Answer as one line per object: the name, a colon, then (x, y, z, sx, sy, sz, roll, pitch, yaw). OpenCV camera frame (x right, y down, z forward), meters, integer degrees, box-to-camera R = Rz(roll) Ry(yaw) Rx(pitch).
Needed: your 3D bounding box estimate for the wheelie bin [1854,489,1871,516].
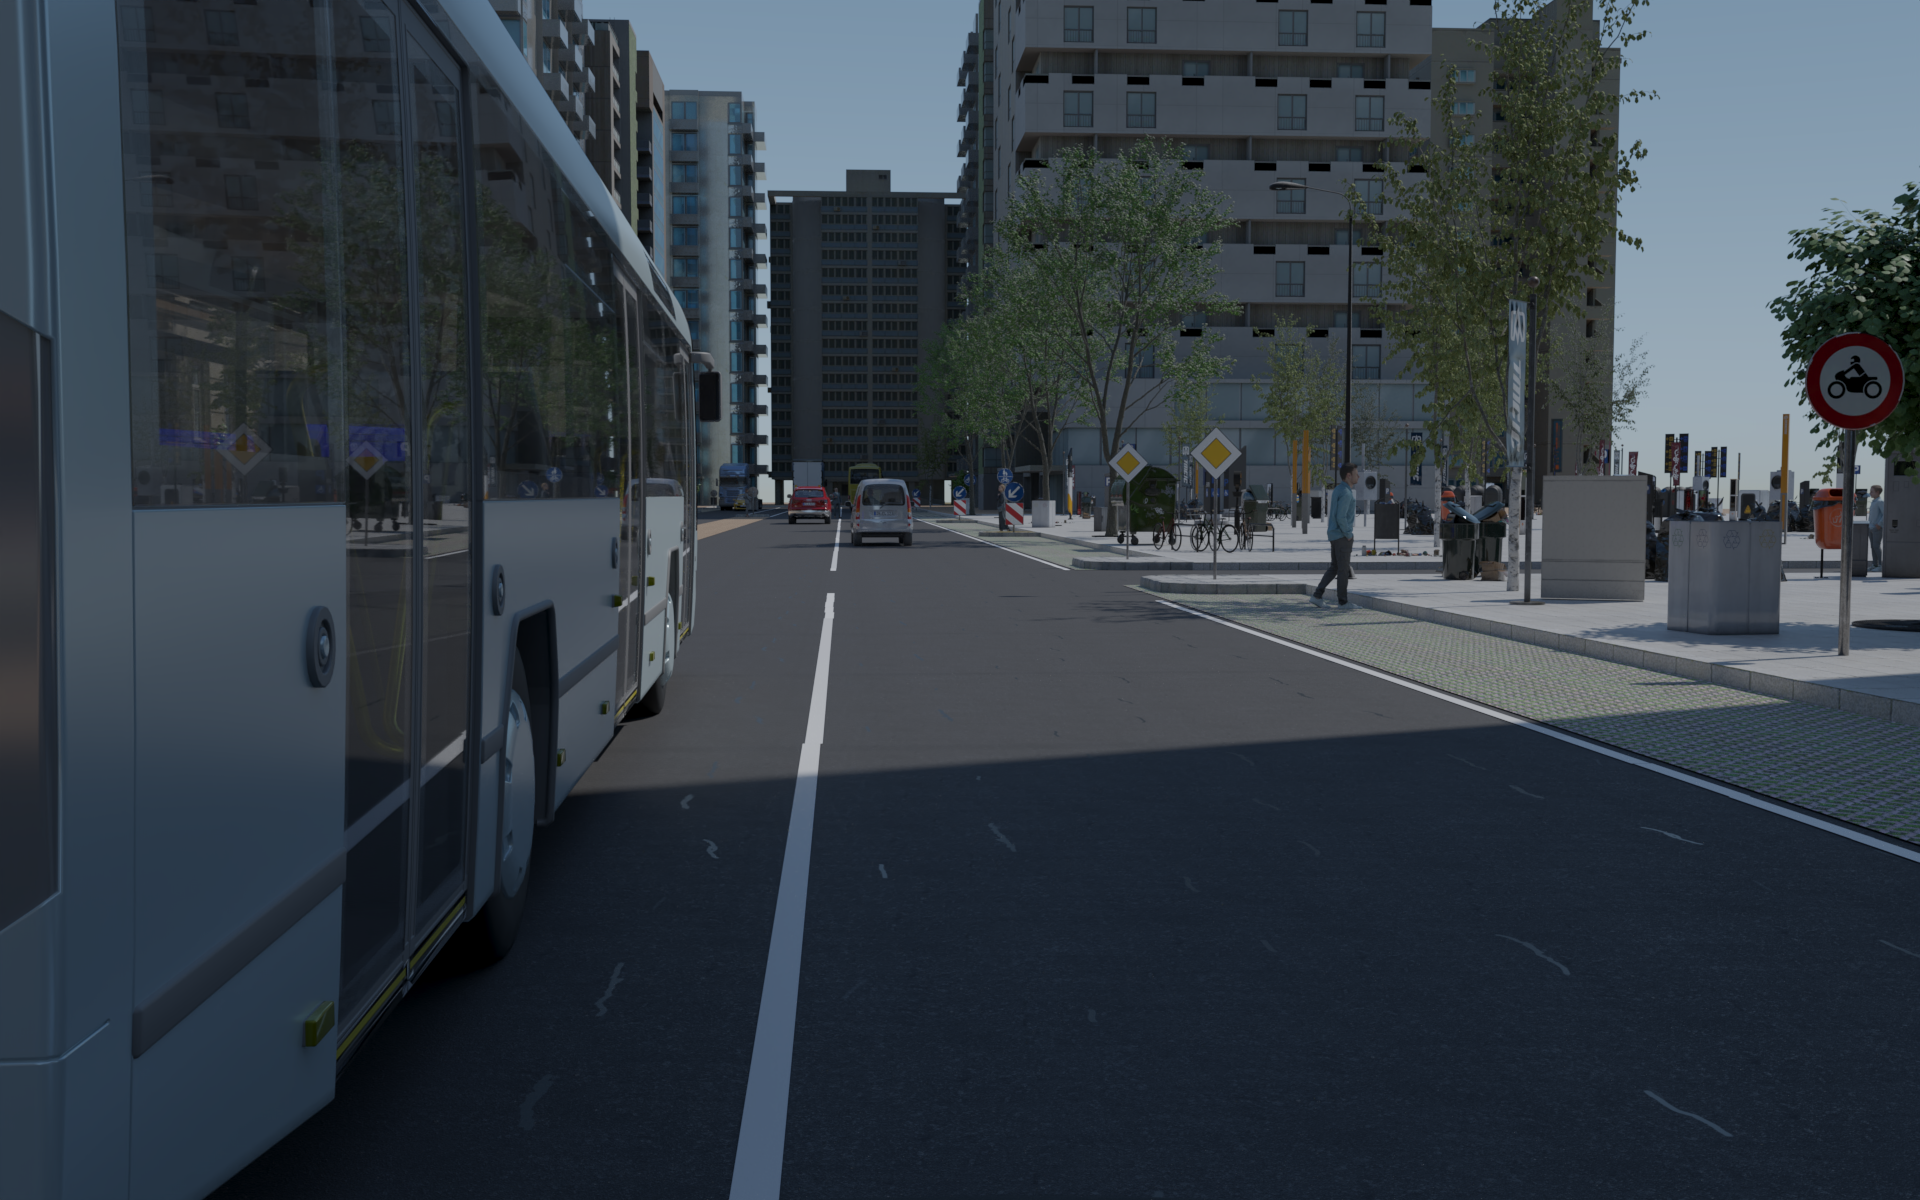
wheelie bin: (52.235, -5.654, 100.344, 0.980, 1.594, 0.693, 1, 4, 21)

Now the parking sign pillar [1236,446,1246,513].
parking sign pillar: (15.237, -6.575, 95.980, 1.447, 3.967, 1.447, -2, 4, -33)

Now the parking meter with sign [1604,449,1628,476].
parking meter with sign: (25.908, -4.364, 67.605, 1.738, 3.016, 0.543, -1, 4, -10)

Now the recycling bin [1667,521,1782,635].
recycling bin: (7.099, -0.217, 16.100, 0.722, 1.027, 0.722, -1, 4, -12)

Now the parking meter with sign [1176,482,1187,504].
parking meter with sign: (11.719, -6.088, 95.792, 1.738, 3.016, 0.543, 1, 4, 16)

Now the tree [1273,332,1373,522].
tree: (16.176, -7.815, 78.143, 4.360, 8.622, 3.978, 0, 3, 0)

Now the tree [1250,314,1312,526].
tree: (13.592, -7.324, 70.110, 4.737, 8.622, 4.395, 0, 3, 0)

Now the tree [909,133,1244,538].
tree: (4.472, -7.672, 51.190, 9.928, 11.665, 9.643, 0, 3, 0)

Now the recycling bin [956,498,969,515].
recycling bin: (0.204, -5.714, 105.975, 0.722, 1.027, 0.722, -1, 4, -16)

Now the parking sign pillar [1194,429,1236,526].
parking sign pillar: (10.355, -5.059, 71.179, 1.447, 3.967, 1.447, 0, 4, -4)

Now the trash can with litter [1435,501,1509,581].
trash can with litter: (7.702, -0.885, 25.860, 1.055, 1.170, 0.624, 2, 4, 34)

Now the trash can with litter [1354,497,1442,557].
trash can with litter: (9.193, -1.515, 35.832, 2.233, 1.210, 1.678, 2, 4, 28)

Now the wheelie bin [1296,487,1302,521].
wheelie bin: (16.197, -4.567, 82.578, 0.693, 1.594, 0.980, 0, 4, 8)

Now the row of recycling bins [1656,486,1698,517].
row of recycling bins: (41.019, -5.743, 101.011, 3.534, 1.692, 1.069, 1, 4, 12)

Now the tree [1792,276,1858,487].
tree: (28.355, -6.387, 54.796, 4.737, 8.622, 4.395, 0, 3, 0)

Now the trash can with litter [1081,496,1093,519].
trash can with litter: (6.590, -4.775, 89.461, 0.624, 1.170, 1.055, 0, 4, 0)

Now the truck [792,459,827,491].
truck: (-12.622, -9.559, 145.200, 2.839, 4.237, 11.283, 0, 4, -3)

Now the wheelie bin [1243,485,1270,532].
wheelie bin: (10.001, -3.107, 58.711, 0.980, 1.594, 0.693, -3, 4, -36)

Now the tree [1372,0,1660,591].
tree: (7.290, -4.437, 22.901, 4.737, 8.622, 4.395, 0, 3, 0)

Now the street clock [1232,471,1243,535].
street clock: (8.725, -3.053, 54.488, 0.358, 2.002, 0.471, 1, 4, 13)

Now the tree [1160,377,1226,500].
tree: (13.767, -9.350, 103.239, 4.737, 8.622, 4.395, 0, 3, 0)

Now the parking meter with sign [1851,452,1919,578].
parking meter with sign: (14.525, -1.851, 26.527, 1.738, 3.016, 0.543, 2, 4, 27)

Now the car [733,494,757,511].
car: (-17.985, -8.257, 145.219, 2.015, 1.641, 3.980, 0, 4, -2)

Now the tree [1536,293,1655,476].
tree: (23.206, -6.943, 63.884, 4.360, 8.622, 3.978, 0, 3, 0)

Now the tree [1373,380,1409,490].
tree: (25.599, -9.639, 107.957, 4.360, 8.622, 3.978, 0, 3, 0)

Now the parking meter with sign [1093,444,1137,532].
parking meter with sign: (5.300, -3.869, 59.511, 0.543, 3.016, 1.738, 3, 5, 45)

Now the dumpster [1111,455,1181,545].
dumpster: (4.711, -2.536, 43.953, 1.502, 2.255, 1.985, 0, 4, -4)

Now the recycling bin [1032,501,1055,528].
recycling bin: (3.205, -3.292, 66.377, 0.722, 1.027, 0.722, 2, 4, 24)

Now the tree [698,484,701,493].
tree: (-27.776, -11.408, 181.120, 1.663, 3.219, 1.824, 0, 3, 0)

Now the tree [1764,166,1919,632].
tree: (9.434, -2.007, 16.527, 4.285, 4.588, 4.351, 0, 3, 0)

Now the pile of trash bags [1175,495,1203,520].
pile of trash bags: (11.458, -4.668, 86.079, 1.912, 1.369, 3.447, -3, 5, -41)

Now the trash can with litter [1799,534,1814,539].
trash can with litter: (24.902, -2.367, 49.755, 2.233, 1.210, 1.678, -1, 4, -23)

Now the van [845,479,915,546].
van: (-2.254, -2.583, 49.245, 2.013, 2.044, 4.112, 0, 4, -5)

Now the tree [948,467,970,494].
tree: (0.191, -8.202, 128.707, 1.663, 3.219, 1.824, 0, 3, 0)

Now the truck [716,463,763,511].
truck: (-19.800, -10.224, 156.921, 2.967, 4.110, 18.799, 0, 4, -2)

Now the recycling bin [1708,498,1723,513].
recycling bin: (46.951, -5.819, 107.699, 0.722, 1.027, 0.722, 3, 5, 41)

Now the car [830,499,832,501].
car: (-10.167, -6.846, 123.735, 2.131, 1.459, 4.920, 0, 4, -5)

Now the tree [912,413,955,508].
tree: (-2.609, -12.595, 156.282, 4.737, 8.622, 4.395, 0, 3, 0)

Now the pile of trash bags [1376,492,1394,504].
pile of trash bags: (23.110, -5.043, 92.204, 1.912, 1.369, 3.447, 0, 4, 2)

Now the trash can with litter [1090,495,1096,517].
trash can with litter: (7.187, -5.204, 96.150, 1.678, 1.210, 2.233, -2, 4, -34)

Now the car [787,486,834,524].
car: (-7.278, -4.613, 84.089, 2.281, 1.827, 5.304, 0, 4, -4)

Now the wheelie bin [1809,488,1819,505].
wheelie bin: (46.771, -5.314, 94.789, 0.980, 1.594, 0.693, -1, 4, -18)

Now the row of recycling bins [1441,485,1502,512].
row of recycling bins: (23.866, -4.514, 80.909, 1.069, 1.692, 3.534, -2, 4, -29)

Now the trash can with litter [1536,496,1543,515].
trash can with litter: (35.598, -5.706, 104.349, 2.233, 1.210, 1.678, 3, 4, 39)

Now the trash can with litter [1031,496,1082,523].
trash can with litter: (3.994, -3.972, 76.007, 2.233, 1.210, 1.678, -1, 4, -8)
